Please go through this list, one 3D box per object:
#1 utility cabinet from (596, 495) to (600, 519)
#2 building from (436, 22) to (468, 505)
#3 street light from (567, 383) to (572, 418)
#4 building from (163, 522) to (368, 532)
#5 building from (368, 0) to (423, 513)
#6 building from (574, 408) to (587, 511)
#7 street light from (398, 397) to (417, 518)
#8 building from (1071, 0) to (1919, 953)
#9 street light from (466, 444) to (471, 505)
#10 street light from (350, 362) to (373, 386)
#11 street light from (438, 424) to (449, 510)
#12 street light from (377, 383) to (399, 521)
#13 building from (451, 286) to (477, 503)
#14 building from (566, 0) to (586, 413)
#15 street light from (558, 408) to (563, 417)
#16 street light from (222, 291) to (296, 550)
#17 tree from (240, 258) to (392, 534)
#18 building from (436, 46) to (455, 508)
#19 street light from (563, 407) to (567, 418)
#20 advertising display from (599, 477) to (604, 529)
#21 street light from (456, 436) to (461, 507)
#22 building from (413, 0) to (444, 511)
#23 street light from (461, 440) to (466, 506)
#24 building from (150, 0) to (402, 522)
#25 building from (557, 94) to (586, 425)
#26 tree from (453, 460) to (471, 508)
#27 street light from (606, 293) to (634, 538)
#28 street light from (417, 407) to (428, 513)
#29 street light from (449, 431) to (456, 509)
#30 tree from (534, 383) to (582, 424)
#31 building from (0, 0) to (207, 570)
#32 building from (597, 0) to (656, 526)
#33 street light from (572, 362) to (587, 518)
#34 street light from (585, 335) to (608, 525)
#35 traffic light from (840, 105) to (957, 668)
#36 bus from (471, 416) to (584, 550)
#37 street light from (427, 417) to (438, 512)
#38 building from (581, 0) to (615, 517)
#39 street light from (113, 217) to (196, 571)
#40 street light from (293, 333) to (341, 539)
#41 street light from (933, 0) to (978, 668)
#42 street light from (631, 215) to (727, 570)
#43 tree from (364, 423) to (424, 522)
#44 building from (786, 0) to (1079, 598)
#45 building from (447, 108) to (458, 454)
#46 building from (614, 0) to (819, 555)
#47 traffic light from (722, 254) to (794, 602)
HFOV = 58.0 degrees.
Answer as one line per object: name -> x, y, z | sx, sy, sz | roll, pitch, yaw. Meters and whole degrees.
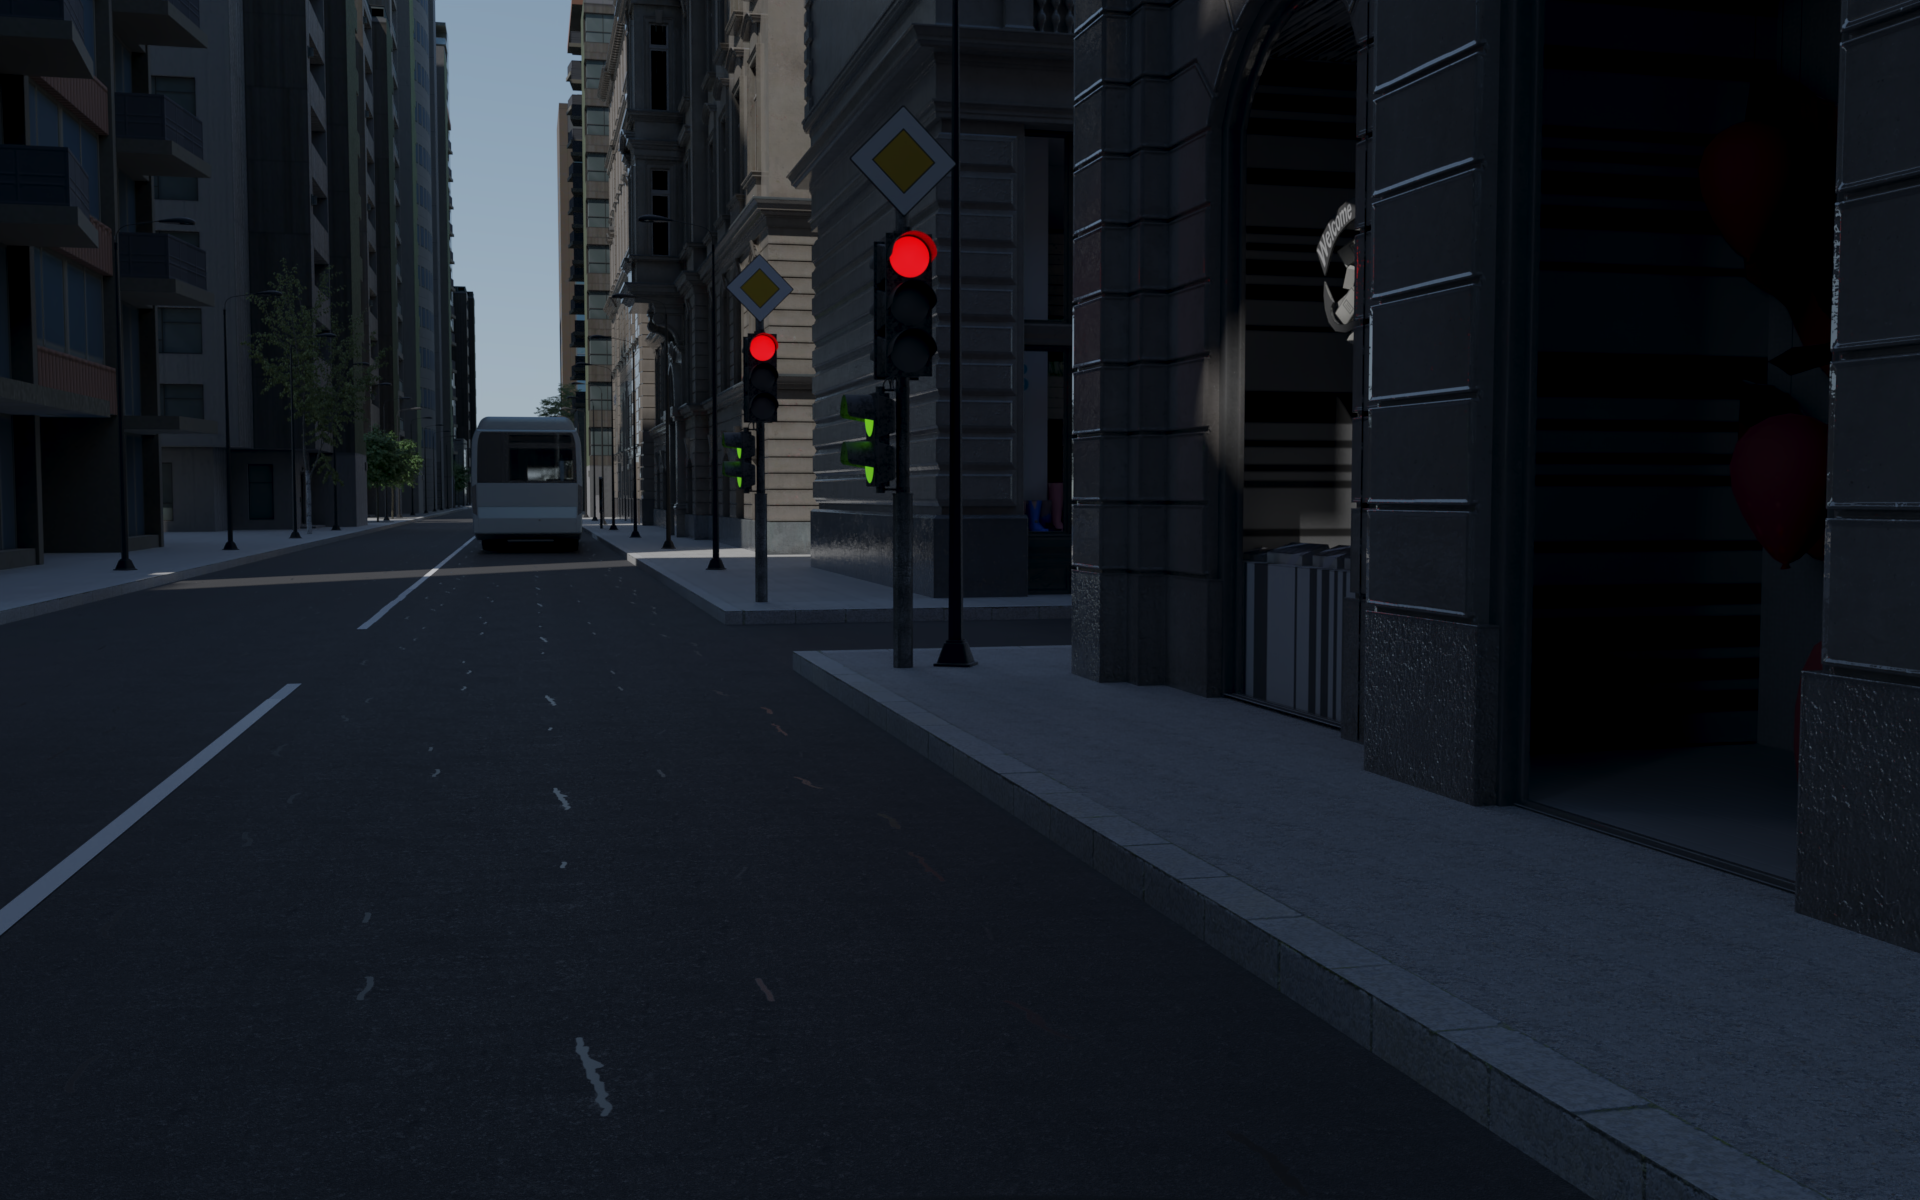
utility cabinet -> -18.855, -4.841, 90.318 | 0.306, 1.237, 1.020 | -1, 4, -15
building -> -72.157, -54.948, 211.067 | 22.319, 86.520, 31.000 | -1, 4, -14
street light -> -15.408, -6.080, 71.942 | 1.470, 5.913, 1.316 | -1, 4, -14
building -> -29.889, -17.821, 63.071 | 14.160, 30.474, 14.107 | -1, 4, -14
building -> -42.485, -26.137, 110.928 | 14.154, 41.232, 14.086 | -1, 4, -14
building -> -16.586, -49.709, 125.417 | 22.319, 86.520, 31.000 | -1, 4, -14
street light -> -26.959, -6.753, 82.955 | 1.470, 5.913, 1.316 | -1, 4, -14
building -> 9.277, -9.795, 1.946 | 13.314, 21.916, 24.055 | -1, 4, -14
street light -> -45.708, -11.353, 158.154 | 1.470, 5.913, 1.316 | -1, 4, -14
street light -> -21.481, -5.413, 61.040 | 1.470, 5.913, 1.316 | -1, 4, -14
street light -> -34.911, -8.708, 114.912 | 1.470, 5.913, 1.316 | -1, 4, -14
street light -> -24.410, -6.104, 72.342 | 1.470, 5.913, 1.316 | -1, 4, -14
building -> -73.329, -28.388, 235.844 | 14.160, 30.474, 14.107 | -1, 4, -14
building -> -23.734, -30.647, 155.706 | 22.147, 44.769, 28.867 | -1, 4, -14
street light -> -20.681, -7.372, 93.074 | 1.470, 5.913, 1.316 | -1, 4, -14
street light -> -16.164, -4.100, 39.578 | 1.470, 5.913, 1.316 | -1, 4, -14
tree -> -20.507, -6.400, 54.996 | 4.737, 8.622, 4.395 | 0, 3, 0
building -> -52.307, -28.648, 151.995 | 14.154, 41.232, 14.086 | -1, 4, -14
street light -> -17.968, -6.721, 82.437 | 1.470, 5.913, 1.316 | -1, 4, -14
advertising display -> -13.370, -3.630, 64.569 | 0.123, 1.923, 0.974 | -1, 4, -9
street light -> -40.400, -10.041, 136.709 | 1.470, 5.913, 1.316 | -1, 4, -14
building -> -50.836, -35.968, 130.077 | 21.231, 58.520, 28.212 | -1, 4, -14
street light -> -43.161, -10.710, 147.656 | 1.470, 5.913, 1.316 | -1, 4, -14
building -> -39.118, -19.843, 96.131 | 14.160, 30.474, 14.107 | -1, 4, -14
building -> -38.175, -33.393, 196.086 | 14.600, 45.320, 14.200 | -1, 4, -14
tree -> -48.319, -11.140, 165.856 | 4.285, 4.588, 4.351 | 0, 3, 0
street light -> -7.362, -4.146, 40.326 | 1.470, 5.913, 1.316 | -1, 4, -14
street light -> -29.549, -7.360, 92.883 | 1.470, 5.913, 1.316 | -1, 4, -14
street light -> -37.776, -9.400, 126.231 | 1.470, 5.913, 1.316 | -1, 4, -14
tree -> -40.164, -15.788, 176.261 | 7.486, 12.596, 7.792 | 0, 3, 0
building -> -26.614, -22.974, 30.245 | 22.147, 44.769, 28.867 | -1, 4, -14
building -> -10.311, -17.432, 82.276 | 12.463, 27.353, 25.104 | -1, 4, -14
street light -> -12.857, -5.431, 61.343 | 1.470, 5.913, 1.316 | -1, 4, -14
street light -> -10.098, -4.785, 50.777 | 1.470, 5.913, 1.316 | -1, 4, -14
traffic light -> -0.440, -1.455, 12.704 | 0.839, 4.253, 0.868 | -1, 4, -14
bus -> -11.782, -3.228, 47.634 | 2.948, 3.499, 13.247 | -1, 4, -13
street light -> -32.356, -8.041, 104.016 | 1.470, 5.913, 1.316 | -1, 4, -14
building -> -15.510, -20.336, 104.190 | 14.160, 30.474, 14.107 | -1, 4, -14
street light -> -13.526, -3.459, 29.103 | 1.470, 5.913, 1.316 | -1, 4, -14
street light -> -18.711, -4.742, 50.076 | 1.470, 5.913, 1.316 | -1, 4, -14
street light -> -0.558, -2.454, 12.663 | 1.470, 5.913, 1.316 | -1, 4, -14
street light -> -4.669, -3.459, 29.102 | 1.470, 5.913, 1.316 | -1, 4, -14
tree -> -26.626, -5.817, 78.829 | 4.285, 4.588, 4.351 | 0, 3, 0
building -> 7.483, -12.146, 27.460 | 19.941, 23.489, 11.050 | -1, 4, -14
building -> -65.040, -32.300, 182.732 | 22.147, 44.769, 28.867 | -1, 4, -14
building -> -3.150, -14.329, 53.368 | 14.460, 24.649, 34.723 | -1, 4, -14
traffic light -> -2.376, -1.929, 20.452 | 0.839, 4.253, 0.868 | -1, 4, -14
